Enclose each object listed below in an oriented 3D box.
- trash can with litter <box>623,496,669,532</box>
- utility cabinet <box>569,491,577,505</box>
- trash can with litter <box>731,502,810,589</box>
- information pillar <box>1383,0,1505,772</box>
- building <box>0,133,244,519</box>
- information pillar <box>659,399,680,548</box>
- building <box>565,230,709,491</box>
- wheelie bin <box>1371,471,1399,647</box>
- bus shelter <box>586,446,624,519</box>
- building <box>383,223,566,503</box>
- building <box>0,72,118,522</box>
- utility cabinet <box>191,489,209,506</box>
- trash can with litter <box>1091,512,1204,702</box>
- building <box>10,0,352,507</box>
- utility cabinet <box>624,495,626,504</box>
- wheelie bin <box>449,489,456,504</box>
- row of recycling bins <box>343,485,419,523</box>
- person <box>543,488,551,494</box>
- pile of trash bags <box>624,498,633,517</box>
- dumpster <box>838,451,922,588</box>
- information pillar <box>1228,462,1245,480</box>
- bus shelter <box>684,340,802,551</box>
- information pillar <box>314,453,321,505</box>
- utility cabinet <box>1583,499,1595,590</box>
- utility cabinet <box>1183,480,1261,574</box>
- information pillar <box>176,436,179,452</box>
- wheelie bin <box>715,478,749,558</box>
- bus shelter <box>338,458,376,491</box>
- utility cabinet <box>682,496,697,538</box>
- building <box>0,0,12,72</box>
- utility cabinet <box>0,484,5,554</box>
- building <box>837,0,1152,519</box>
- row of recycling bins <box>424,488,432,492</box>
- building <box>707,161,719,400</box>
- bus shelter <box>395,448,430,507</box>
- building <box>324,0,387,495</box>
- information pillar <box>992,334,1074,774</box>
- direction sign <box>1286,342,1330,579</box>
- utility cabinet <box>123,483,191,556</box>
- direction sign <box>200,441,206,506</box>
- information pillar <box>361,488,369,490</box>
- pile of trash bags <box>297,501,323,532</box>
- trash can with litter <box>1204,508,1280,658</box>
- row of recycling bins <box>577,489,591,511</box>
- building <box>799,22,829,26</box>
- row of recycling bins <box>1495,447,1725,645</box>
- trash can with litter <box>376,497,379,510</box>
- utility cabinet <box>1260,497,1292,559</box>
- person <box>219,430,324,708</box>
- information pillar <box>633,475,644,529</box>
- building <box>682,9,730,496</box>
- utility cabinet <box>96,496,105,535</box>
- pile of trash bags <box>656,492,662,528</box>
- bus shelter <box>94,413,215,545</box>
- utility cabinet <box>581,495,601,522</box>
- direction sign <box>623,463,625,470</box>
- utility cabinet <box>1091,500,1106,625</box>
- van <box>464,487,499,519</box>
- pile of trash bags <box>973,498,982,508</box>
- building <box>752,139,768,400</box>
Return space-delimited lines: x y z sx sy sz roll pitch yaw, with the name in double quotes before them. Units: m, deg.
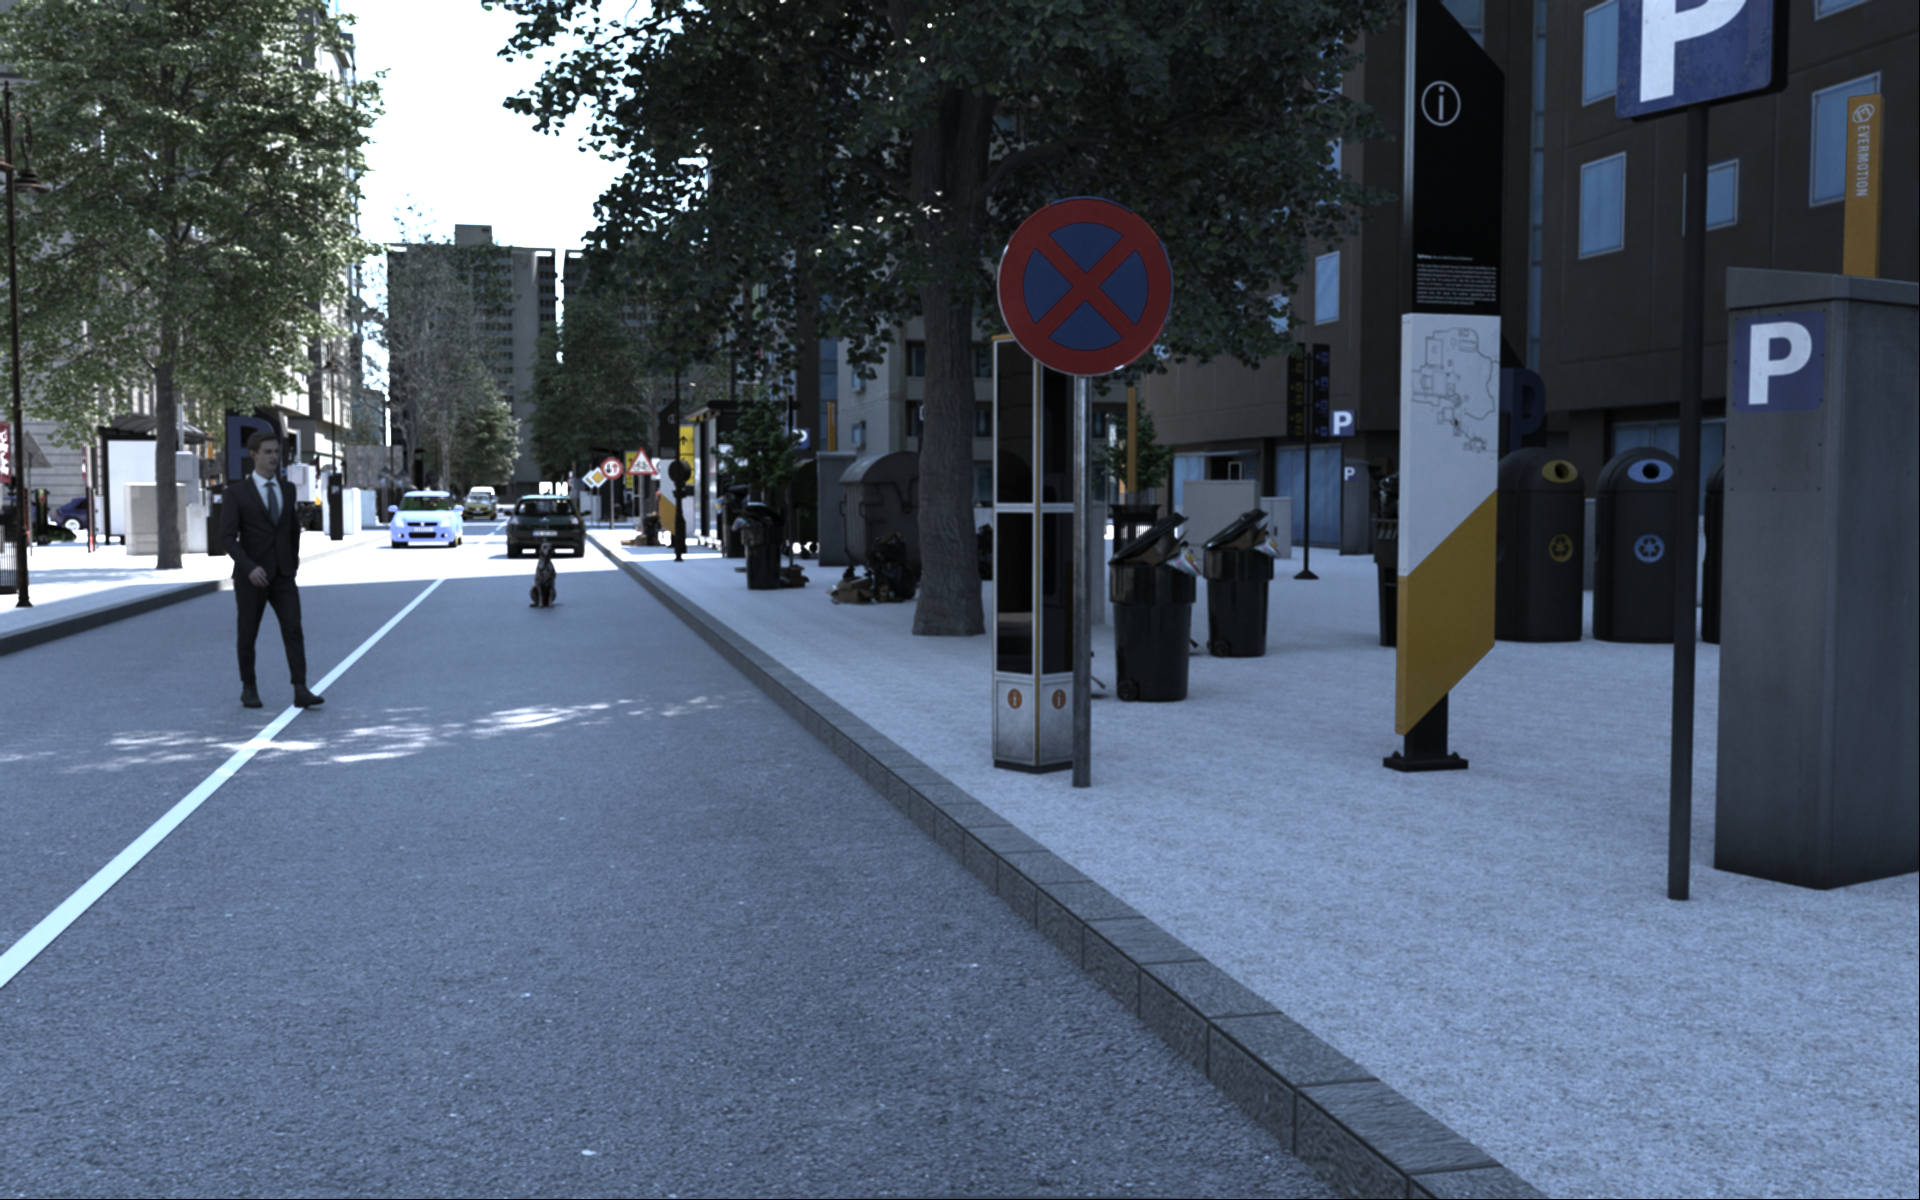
"trash can with litter" -10.080 -2.893 58.359 2.233 1.210 1.678 1 4 14
"utility cabinet" -28.317 -7.305 128.108 1.173 1.500 0.318 2 4 24
"trash can with litter" -2.561 -0.746 23.580 0.624 1.170 1.055 2 4 33
"information pillar" 2.259 -1.020 8.026 0.504 3.616 0.183 -1 4 -16
"building" -54.582 -16.537 112.174 13.314 21.916 24.055 -1 4 -14
"information pillar" -6.892 -3.051 41.244 0.504 3.616 0.183 0 4 4
"building" -47.050 -34.632 258.112 23.993 40.220 32.217 -1 4 -14
"wheelie bin" 3.844 -0.398 14.422 0.693 1.594 0.980 -1 4 -14
"bus shelter" -17.824 -5.855 87.006 1.731 3.624 6.357 -1 4 -14
"building" -70.445 -34.245 251.779 23.993 40.220 32.217 -1 4 -14
"building" -48.544 -15.115 88.929 13.314 21.916 24.055 -1 4 -14
"utility cabinet" -33.604 -4.178 76.988 1.173 1.500 0.318 -3 5 -41
"trash can with litter" 0.960 0.035 10.810 1.055 1.170 0.624 0 4 6
"building" -79.272 -36.230 181.599 27.495 52.752 28.713 -1 4 -14
"utility cabinet" -20.372 -5.690 104.196 1.020 1.237 0.306 -3 5 -43
"wheelie bin" -34.703 -6.675 117.046 0.980 1.594 0.693 3 4 37
"row of recycling bins" -25.569 -4.217 76.056 3.534 1.692 1.069 -1 4 -18
"person" -24.186 -5.671 101.406 0.592 1.802 0.473 1 4 9
"pile of trash bags" -19.005 -5.368 97.511 3.447 1.369 1.912 3 4 38
"dumpster" -0.934 -1.129 24.214 1.264 1.857 1.865 -1 4 -14
"information pillar" 6.336 -2.154 39.702 0.304 2.012 0.304 2 4 26
"bus shelter" -5.587 -3.987 42.823 2.179 5.291 8.768 -1 4 -14
"information pillar" -36.906 -6.614 99.497 0.183 3.616 0.504 1 4 12
"utility cabinet" 8.408 -0.743 23.308 1.020 1.237 0.306 -2 4 -35
"utility cabinet" 4.126 -1.139 27.303 1.173 1.500 0.318 2 4 28
"information pillar" -25.030 -3.896 55.060 0.183 3.616 0.504 2 4 29
"wheelie bin" -4.427 -1.652 34.913 0.980 1.594 0.693 -1 4 -15
"bus shelter" -31.725 -6.013 92.233 2.014 3.302 5.546 -1 4 -14
"utility cabinet" -7.706 -2.401 50.425 1.020 1.237 0.306 2 4 25
"building" -71.673 -34.183 148.132 28.713 52.752 27.495 -1 4 -14
"utility cabinet" -20.872 -1.735 37.045 1.173 1.500 0.318 3 5 40
"building" 4.128 -29.004 97.923 21.600 48.544 21.300 -1 4 -14
"row of recycling bins" -34.815 -6.333 110.661 1.069 1.692 3.534 -3 5 -44
"building" -17.489 -31.937 172.279 14.600 45.320 14.200 -1 4 -14
"bus shelter" -28.791 -6.074 90.592 1.731 3.624 6.357 -1 4 -14
"building" -96.036 -56.593 237.972 31.000 86.520 22.319 -1 4 -14
"information pillar" 0.358 -0.218 8.058 0.304 2.012 0.304 -3 5 -43
"direction sign" 5.233 -2.085 26.084 0.876 3.537 0.379 -2 4 -35
"utility cabinet" -16.522 -1.647 35.604 0.318 1.500 1.173 3 4 37
"direction sign" -32.322 -5.016 74.003 0.379 3.537 0.876 -1 4 -12
"information pillar" -25.267 -4.228 73.615 0.304 2.012 0.304 -1 4 -22
"pile of trash bags" -22.513 -3.071 59.963 1.912 1.369 3.447 1 4 23
"trash can with litter" 1.964 -0.141 13.696 1.055 1.170 0.624 0 4 1
"row of recycling bins" -22.857 -6.269 109.614 1.069 1.692 3.534 2 4 29
"building" -13.841 -31.097 158.544 14.600 45.320 14.200 -1 4 -14
"row of recycling bins" 6.368 -0.484 15.030 3.534 1.692 1.069 1 4 14
"trash can with litter" -34.797 -5.575 102.208 2.233 1.210 1.678 0 4 -6
"utility cabinet" 6.013 -1.408 34.190 1.020 1.237 0.306 0 4 -1
"person" -4.579 -0.201 11.562 0.755 1.850 0.659 3 5 40
"information pillar" -11.678 -3.572 62.900 0.304 2.012 0.304 1 4 17
"building" -19.455 -53.889 193.762 22.319 86.520 31.000 -1 4 -14
"utility cabinet" -26.864 -2.625 54.076 1.020 1.237 0.306 3 5 40
"pile of trash bags" -9.123 -3.150 61.248 3.447 1.369 1.912 0 4 -8
"bus shelter" -21.276 -3.179 45.896 2.014 3.302 5.546 -1 4 -14
"utility cabinet" -17.107 -4.230 80.326 1.020 1.237 0.306 2 4 34
"direction sign" -24.960 -8.279 127.359 0.876 3.537 0.379 2 4 25
"utility cabinet" 0.902 -0.355 16.965 1.020 1.237 0.306 -1 4 -18
"van" -28.203 -5.820 102.173 2.013 2.044 4.112 -1 4 -13
"pile of trash bags" 1.715 -3.252 62.918 3.447 1.369 1.912 2 4 27
"building" -9.872 -27.857 139.048 14.154 41.232 14.086 -1 4 -14
